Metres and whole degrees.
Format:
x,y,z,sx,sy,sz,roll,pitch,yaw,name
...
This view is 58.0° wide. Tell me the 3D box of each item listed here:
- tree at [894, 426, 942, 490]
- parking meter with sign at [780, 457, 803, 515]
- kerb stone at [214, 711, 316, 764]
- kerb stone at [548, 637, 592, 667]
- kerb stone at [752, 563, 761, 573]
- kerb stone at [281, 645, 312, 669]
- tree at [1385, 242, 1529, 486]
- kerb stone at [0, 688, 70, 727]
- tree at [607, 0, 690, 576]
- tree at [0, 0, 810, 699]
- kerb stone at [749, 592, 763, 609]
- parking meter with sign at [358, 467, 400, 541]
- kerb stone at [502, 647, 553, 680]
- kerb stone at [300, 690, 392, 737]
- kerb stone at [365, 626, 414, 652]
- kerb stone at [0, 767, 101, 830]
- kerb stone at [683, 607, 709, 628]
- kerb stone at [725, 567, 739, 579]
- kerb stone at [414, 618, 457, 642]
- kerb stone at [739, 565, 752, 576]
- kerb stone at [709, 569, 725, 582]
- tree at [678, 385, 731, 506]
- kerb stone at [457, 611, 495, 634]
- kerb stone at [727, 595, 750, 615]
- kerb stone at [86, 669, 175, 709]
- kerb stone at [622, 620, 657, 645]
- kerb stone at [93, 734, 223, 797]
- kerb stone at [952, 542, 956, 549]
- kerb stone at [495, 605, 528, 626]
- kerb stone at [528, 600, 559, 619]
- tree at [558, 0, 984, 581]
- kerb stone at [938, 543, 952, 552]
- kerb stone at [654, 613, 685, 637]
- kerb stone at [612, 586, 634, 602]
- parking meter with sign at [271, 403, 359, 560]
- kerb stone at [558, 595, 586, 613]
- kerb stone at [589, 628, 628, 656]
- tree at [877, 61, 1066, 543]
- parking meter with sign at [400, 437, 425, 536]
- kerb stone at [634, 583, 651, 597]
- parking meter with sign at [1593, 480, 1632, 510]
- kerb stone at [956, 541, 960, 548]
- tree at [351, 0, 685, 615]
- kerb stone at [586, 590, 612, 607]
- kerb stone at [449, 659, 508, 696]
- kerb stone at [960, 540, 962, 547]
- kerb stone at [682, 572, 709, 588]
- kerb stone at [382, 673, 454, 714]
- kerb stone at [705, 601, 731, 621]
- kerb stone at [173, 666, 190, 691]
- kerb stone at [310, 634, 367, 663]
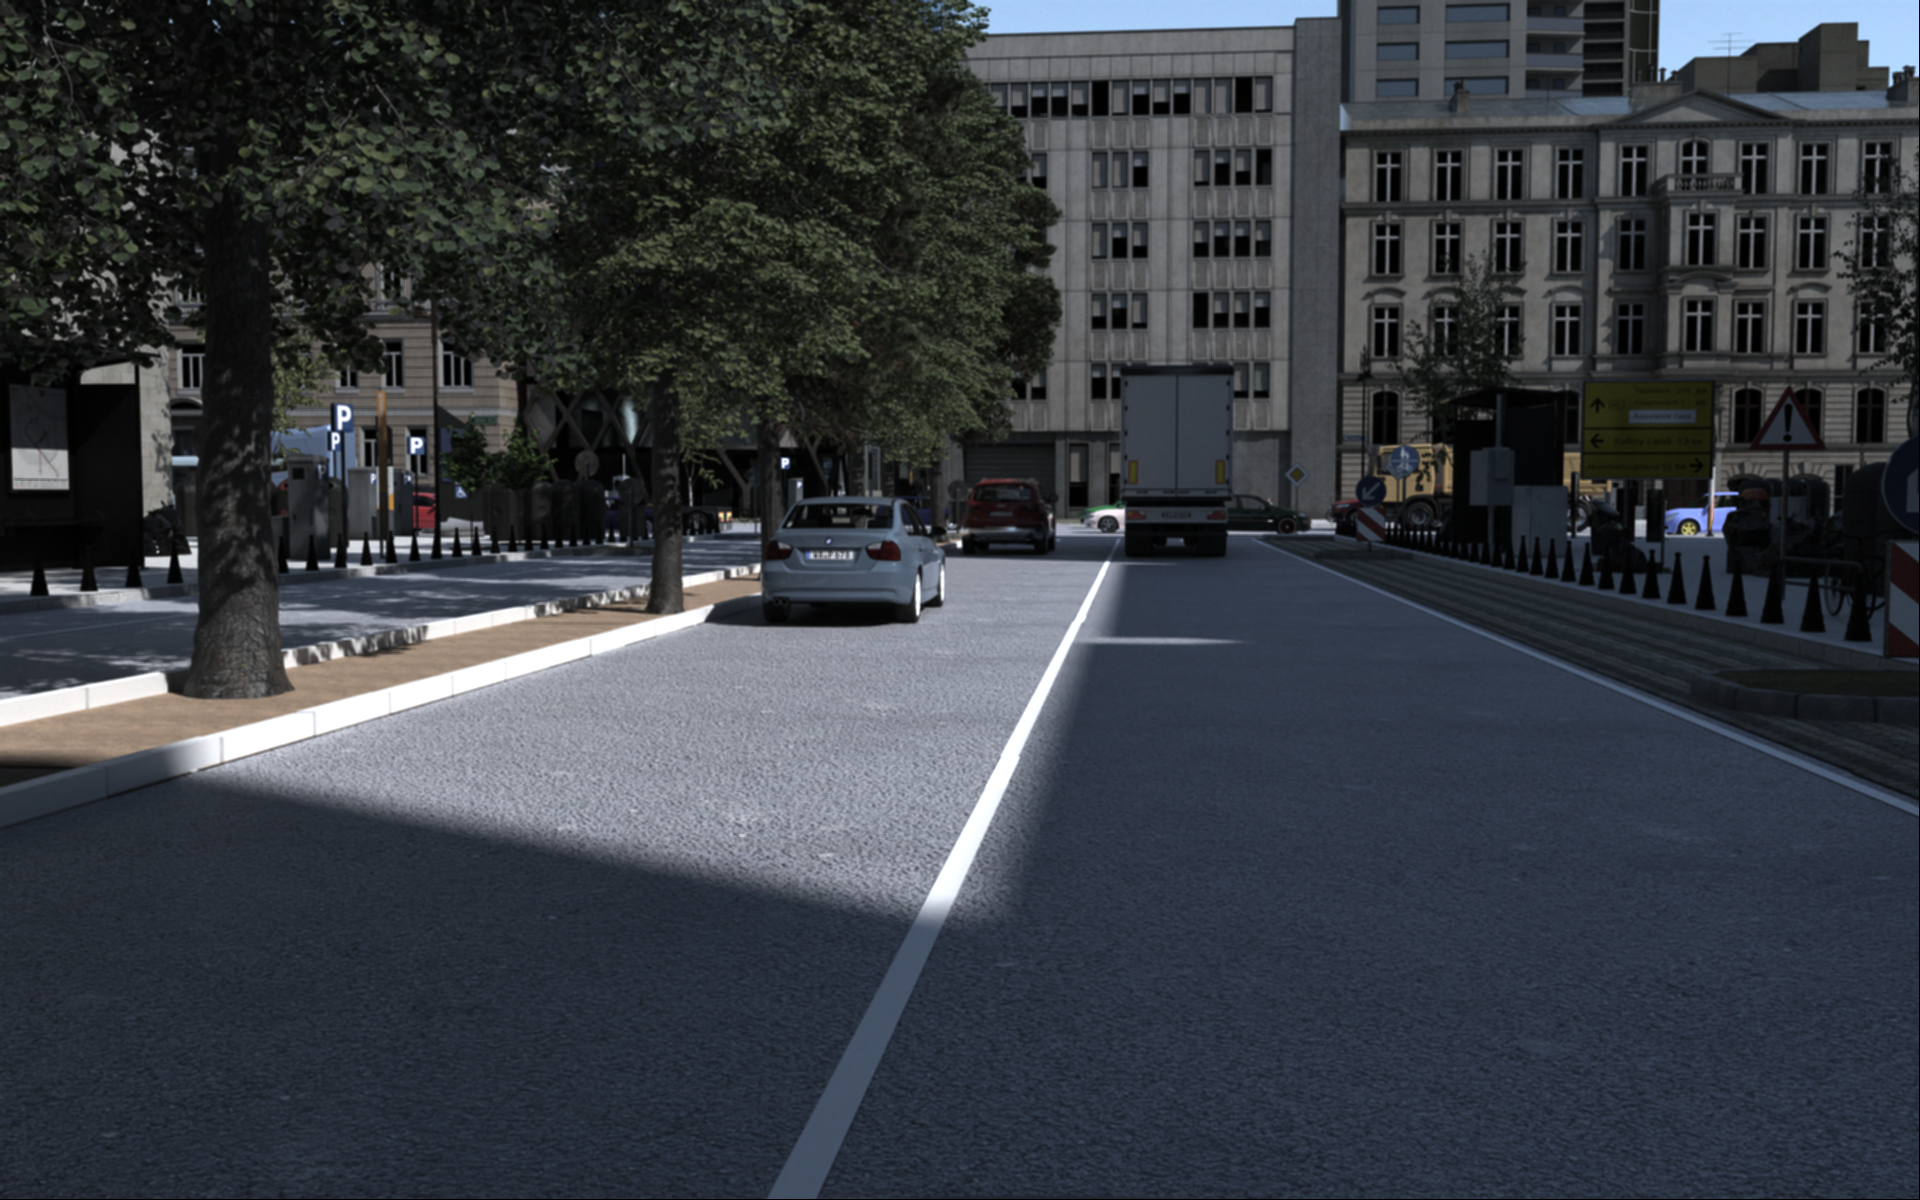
x,y,z,sx,sy,sz,roll,pitch,yaw,name
-3.619,-10.782,126.640,4.360,8.622,3.978,0,3,0,tree
-7.800,-5.241,81.947,0.543,3.016,1.738,-3,5,-41,parking meter with sign
-3.917,0.771,9.701,0.120,0.150,1.000,0,4,6,kerb stone
-3.382,0.452,14.797,0.120,0.150,1.000,0,4,6,kerb stone
-3.744,-0.563,31.400,0.120,0.150,1.000,0,4,6,kerb stone
-5.570,0.499,14.037,0.120,0.150,1.000,0,4,6,kerb stone
14.816,-6.162,51.117,4.737,8.622,4.395,0,3,0,tree
-5.894,0.687,10.963,0.120,0.150,1.000,0,4,6,kerb stone
-2.164,-7.017,35.305,7.486,12.596,7.792,0,3,0,tree
-5.162,-6.295,12.028,9.857,13.997,8.962,0,3,0,tree
-2.625,0.019,21.946,0.120,0.150,1.000,0,4,6,kerb stone
-16.567,-3.165,48.009,1.738,3.016,0.543,1,4,12,parking meter with sign
-3.485,0.516,13.778,0.120,0.150,1.000,0,4,6,kerb stone
-3.806,0.702,10.719,0.120,0.150,1.000,0,4,6,kerb stone
-5.357,0.374,16.074,0.120,0.150,1.000,0,4,6,kerb stone
-4.124,0.889,7.653,0.120,0.150,1.000,0,4,6,kerb stone
-2.953,0.208,18.883,0.120,0.150,1.000,0,4,6,kerb stone
-3.967,-0.436,29.342,0.120,0.150,1.000,0,4,6,kerb stone
-5.244,0.312,17.093,0.120,0.150,1.000,0,4,6,kerb stone
-3.856,-0.500,30.366,0.120,0.150,1.000,0,4,6,kerb stone
-4.067,-0.372,28.318,0.120,0.150,1.000,0,4,6,kerb stone
-13.557,-8.374,87.278,4.737,8.622,4.395,0,3,0,tree
-5.139,0.250,18.112,0.120,0.150,1.000,0,4,6,kerb stone
-2.737,0.078,20.920,0.120,0.150,1.000,0,4,6,kerb stone
-5.783,0.625,11.985,0.120,0.150,1.000,0,4,6,kerb stone
-3.166,0.327,16.845,0.120,0.150,1.000,0,4,6,kerb stone
-4.029,0.829,8.673,0.120,0.150,1.000,0,4,6,kerb stone
-0.279,-1.358,44.401,0.120,0.150,1.000,0,4,6,kerb stone
-5.034,0.187,19.131,0.120,0.150,1.000,0,4,6,kerb stone
-4.925,0.126,20.165,0.120,0.150,1.000,0,4,6,kerb stone
-3.152,-6.340,28.179,6.751,12.117,7.091,0,3,0,tree
-0.375,-1.294,43.381,0.120,0.150,1.000,0,4,6,kerb stone
-3.055,0.265,17.864,0.120,0.150,1.000,0,4,6,kerb stone
-4.616,-0.056,23.223,0.120,0.150,1.000,0,4,6,kerb stone
-12.682,-2.292,33.738,1.738,3.016,0.543,1,4,20,parking meter with sign
-4.828,0.064,21.185,0.120,0.150,1.000,0,4,6,kerb stone
-3.265,0.392,15.826,0.120,0.150,1.000,0,4,6,kerb stone
-0.804,-8.603,50.535,7.806,13.903,7.818,0,3,0,tree
-17.133,-3.481,53.170,1.738,3.016,0.543,3,5,41,parking meter with sign
-4.496,-0.125,24.240,0.120,0.150,1.000,0,4,6,kerb stone
28.472,-4.843,75.436,1.738,3.016,0.543,-1,4,-12,parking meter with sign
-0.170,-1.420,45.420,0.120,0.150,1.000,0,4,6,kerb stone
-3.561,-6.124,20.706,7.486,12.596,7.792,0,3,0,tree
-4.709,0.001,22.202,0.120,0.150,1.000,0,4,6,kerb stone
-3.592,0.580,12.759,0.120,0.150,1.000,0,4,6,kerb stone
-0.069,-1.483,46.445,0.120,0.150,1.000,0,4,6,kerb stone
-4.178,-0.310,27.299,0.120,0.150,1.000,0,4,6,kerb stone
-3.701,0.642,11.741,0.120,0.150,1.000,0,4,6,kerb stone
-2.840,0.142,19.901,0.120,0.150,1.000,0,4,6,kerb stone
-5.669,0.562,13.009,0.120,0.150,1.000,0,4,6,kerb stone
-5.457,0.437,15.055,0.120,0.150,1.000,0,4,6,kerb stone
